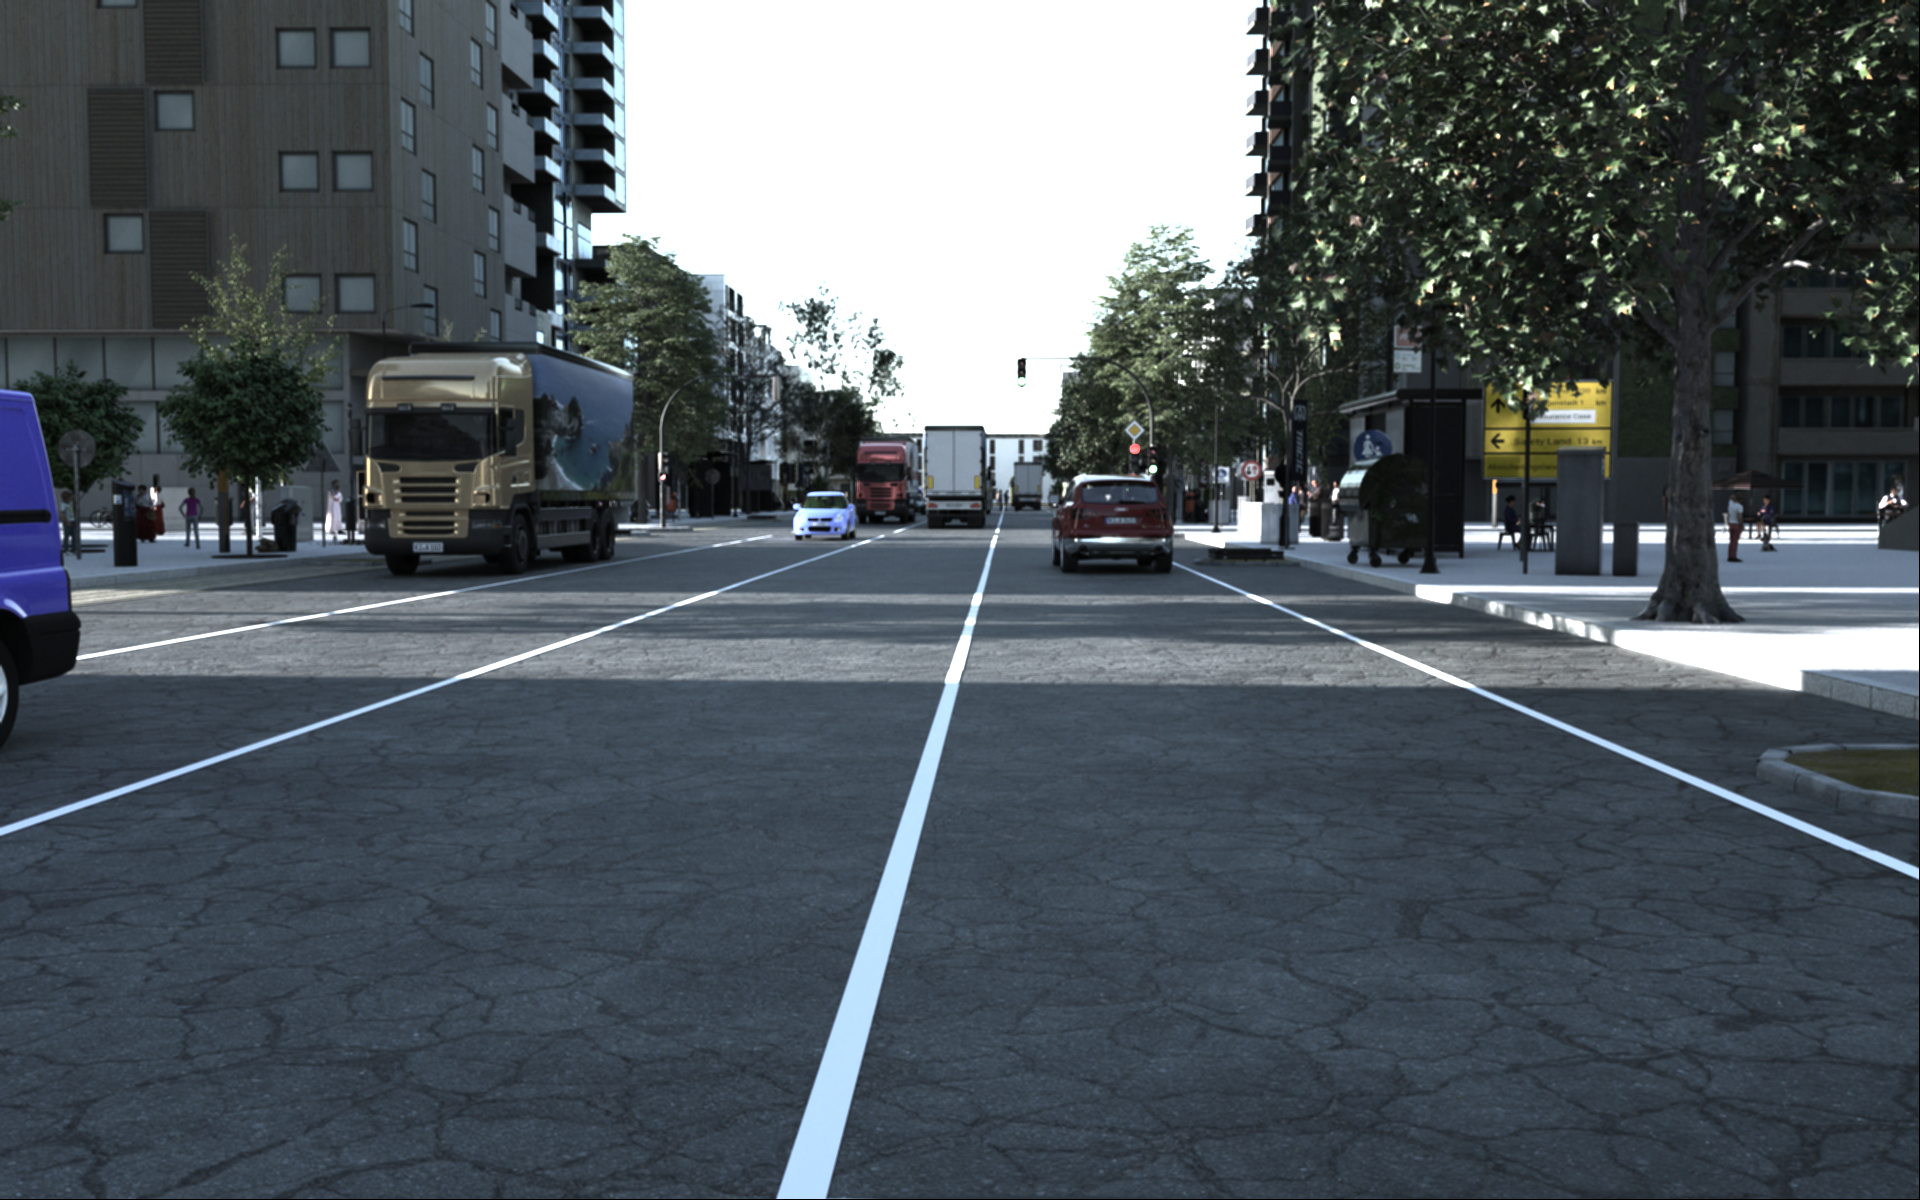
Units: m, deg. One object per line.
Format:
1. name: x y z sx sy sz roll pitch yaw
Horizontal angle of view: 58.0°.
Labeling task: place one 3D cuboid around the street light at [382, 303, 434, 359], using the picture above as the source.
1. street light: -13.467 -4.262 42.229 1.470 5.913 1.316 0 4 2

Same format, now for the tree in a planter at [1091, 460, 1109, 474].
1. tree in a planter: 7.297 -5.698 90.392 1.991 3.239 1.994 0 4 2

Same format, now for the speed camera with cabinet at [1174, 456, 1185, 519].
1. speed camera with cabinet: 11.531 -5.845 89.909 0.660 3.252 2.038 -1 4 -8

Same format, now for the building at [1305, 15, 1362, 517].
1. building: 27.628 -20.292 103.470 14.160 30.474 14.107 0 4 2

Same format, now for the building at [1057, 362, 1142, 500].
1. building: 19.472 -23.644 243.002 11.380 20.091 16.016 0 4 2

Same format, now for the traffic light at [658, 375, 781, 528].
1. traffic light: -9.223 -5.587 66.011 4.771 5.953 1.251 0 4 2

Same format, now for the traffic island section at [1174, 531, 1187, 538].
1. traffic island section: 6.395 -2.165 57.684 2.009 0.180 2.903 0 4 2

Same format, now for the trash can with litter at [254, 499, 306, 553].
1. trash can with litter: -15.068 -1.649 38.350 0.624 1.170 1.055 1 4 19

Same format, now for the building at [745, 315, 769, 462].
1. building: -29.033 -19.852 180.998 16.016 20.091 11.380 0 4 2

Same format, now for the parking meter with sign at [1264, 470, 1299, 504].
1. parking meter with sign: 10.283 -3.677 56.374 1.738 3.016 0.543 3 5 41

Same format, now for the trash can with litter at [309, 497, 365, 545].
1. trash can with litter: -15.496 -2.013 43.976 1.678 1.210 2.233 -2 4 -31

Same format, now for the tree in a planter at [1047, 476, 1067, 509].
1. tree in a planter: 9.456 -10.409 167.410 1.991 3.239 1.994 0 4 2

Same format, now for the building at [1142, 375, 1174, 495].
1. building: 41.384 -23.043 243.218 31.486 18.905 16.747 0 4 2

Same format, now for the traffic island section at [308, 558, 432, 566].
1. traffic island section: -11.892 -0.756 35.222 1.991 0.108 1.994 0 4 2

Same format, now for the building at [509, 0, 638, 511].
1. building: -34.708 -49.243 117.788 22.319 86.520 31.000 0 4 2

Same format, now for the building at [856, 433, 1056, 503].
1. building: -0.463 -18.246 240.467 28.070 9.664 9.099 0 4 2

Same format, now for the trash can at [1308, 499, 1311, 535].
1. trash can: 10.799 -2.469 52.014 0.748 1.137 0.748 0 3 0

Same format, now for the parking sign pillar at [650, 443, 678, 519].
1. parking sign pillar: -15.476 -6.241 90.518 1.447 3.967 1.447 -2 4 -33

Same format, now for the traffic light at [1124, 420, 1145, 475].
1. traffic light: 6.578 -4.687 65.553 0.839 4.253 0.868 0 4 2

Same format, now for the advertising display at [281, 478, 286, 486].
1. advertising display: -27.147 -3.936 69.560 0.123 1.923 0.974 -2 4 -26

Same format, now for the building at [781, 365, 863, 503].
1. building: -30.115 -23.159 245.102 31.486 18.905 16.747 0 4 2

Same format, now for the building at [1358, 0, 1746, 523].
1. building: 27.336 -24.362 81.914 14.086 41.232 14.154 0 4 2

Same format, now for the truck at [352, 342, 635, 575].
1. truck: -8.850 -2.769 34.179 2.839 4.237 11.283 0 4 2

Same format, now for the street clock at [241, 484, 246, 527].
1. street clock: -27.362 -3.788 66.499 0.471 2.002 0.358 0 4 5

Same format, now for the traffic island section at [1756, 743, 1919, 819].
1. traffic island section: 5.012 0.888 8.355 1.991 0.108 1.994 0 4 2

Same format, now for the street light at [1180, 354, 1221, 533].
1. street light: 7.982 -5.197 57.513 1.470 5.913 1.316 0 4 2

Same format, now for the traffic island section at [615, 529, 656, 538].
1. traffic island section: -11.579 -2.196 58.188 2.009 0.180 2.903 0 4 2

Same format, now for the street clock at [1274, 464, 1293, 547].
1. street clock: 7.951 -2.314 42.408 0.471 2.002 0.358 3 5 40

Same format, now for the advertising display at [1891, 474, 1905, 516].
1. advertising display: 30.310 -3.107 56.011 0.123 1.923 0.974 3 5 44

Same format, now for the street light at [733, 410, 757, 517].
1. street light: -11.934 -7.551 95.998 1.470 5.913 1.316 0 4 2

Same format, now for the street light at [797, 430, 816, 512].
1. street light: -11.107 -9.329 125.063 1.470 5.913 1.316 0 4 2

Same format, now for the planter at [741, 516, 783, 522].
1. planter: -10.355 -4.260 90.796 1.991 0.319 1.994 0 4 2

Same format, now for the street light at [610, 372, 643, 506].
1. street light: -12.792 -5.725 66.142 1.470 5.913 1.316 0 4 2

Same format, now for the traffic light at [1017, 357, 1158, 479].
1. traffic light: 4.262 -5.065 57.488 4.771 5.953 1.251 0 4 2

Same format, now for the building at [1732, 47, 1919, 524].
1. building: 45.249 -28.150 83.956 21.600 48.544 21.300 0 4 2

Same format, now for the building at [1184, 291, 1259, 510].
1. building: 30.380 -17.782 157.201 16.747 18.905 31.486 0 4 2

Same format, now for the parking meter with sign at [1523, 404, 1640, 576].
1. parking meter with sign: 9.835 -1.905 27.416 1.738 3.016 0.543 2 4 27

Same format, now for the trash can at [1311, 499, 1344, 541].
1. trash can: 10.127 -2.166 47.060 0.748 1.137 0.748 0 3 0

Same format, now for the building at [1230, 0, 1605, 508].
1. building: 32.282 -28.773 125.060 22.147 44.769 28.867 0 4 2

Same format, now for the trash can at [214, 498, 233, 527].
1. trash can: -28.941 -3.453 68.111 0.748 1.137 0.748 0 3 0

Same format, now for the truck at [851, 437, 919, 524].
1. truck: -3.603 -5.990 86.844 2.839 4.237 11.283 0 4 2

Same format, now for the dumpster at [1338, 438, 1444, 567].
1. dumpster: 7.696 -1.742 30.970 1.502 2.255 1.985 0 4 2

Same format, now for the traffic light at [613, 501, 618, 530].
1. traffic light: -11.540 -4.228 58.053 0.839 4.253 0.868 0 4 2

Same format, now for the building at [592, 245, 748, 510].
1. building: -35.724 -19.253 158.756 27.936 21.610 32.646 0 4 2

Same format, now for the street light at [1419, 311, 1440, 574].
1. street light: 7.089 -3.390 27.974 1.470 5.913 1.316 0 4 2

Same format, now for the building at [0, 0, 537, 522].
1. building: -38.350 -30.610 89.716 28.713 52.752 27.495 0 4 2

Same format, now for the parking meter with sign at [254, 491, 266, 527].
1. parking meter with sign: -27.579 -4.393 68.082 0.543 3.016 1.738 -1 4 -22

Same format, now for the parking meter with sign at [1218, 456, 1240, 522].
1. parking meter with sign: 12.314 -5.174 80.863 0.543 3.016 1.738 -2 4 -29

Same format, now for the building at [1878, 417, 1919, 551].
1. building: 37.421 -20.802 31.987 32.217 40.220 23.993 0 4 2

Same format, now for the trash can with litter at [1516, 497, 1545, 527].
1. trash can with litter: 21.947 -3.387 66.762 1.055 1.170 0.624 0 3 0

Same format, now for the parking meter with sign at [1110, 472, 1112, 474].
1. parking meter with sign: 11.042 -8.559 136.198 1.738 3.016 0.543 1 4 17

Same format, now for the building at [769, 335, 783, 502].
1. building: -26.608 -20.967 199.231 11.380 20.091 16.016 0 4 2

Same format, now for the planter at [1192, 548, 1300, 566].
1. planter: 5.766 -0.865 35.282 1.991 0.319 1.994 0 4 2

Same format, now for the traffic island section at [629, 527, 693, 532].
1. traffic island section: -11.357 -2.684 66.170 2.009 0.180 2.903 0 4 2

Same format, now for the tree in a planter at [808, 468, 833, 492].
1. tree in a planter: -9.577 -7.396 118.145 1.991 3.239 1.994 0 4 2

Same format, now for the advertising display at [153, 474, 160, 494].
1. advertising display: -25.936 -3.102 55.939 0.123 1.923 0.974 -1 4 -21

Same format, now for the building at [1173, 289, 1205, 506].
1. building: 37.026 -21.099 188.951 27.936 21.610 32.646 0 4 2
